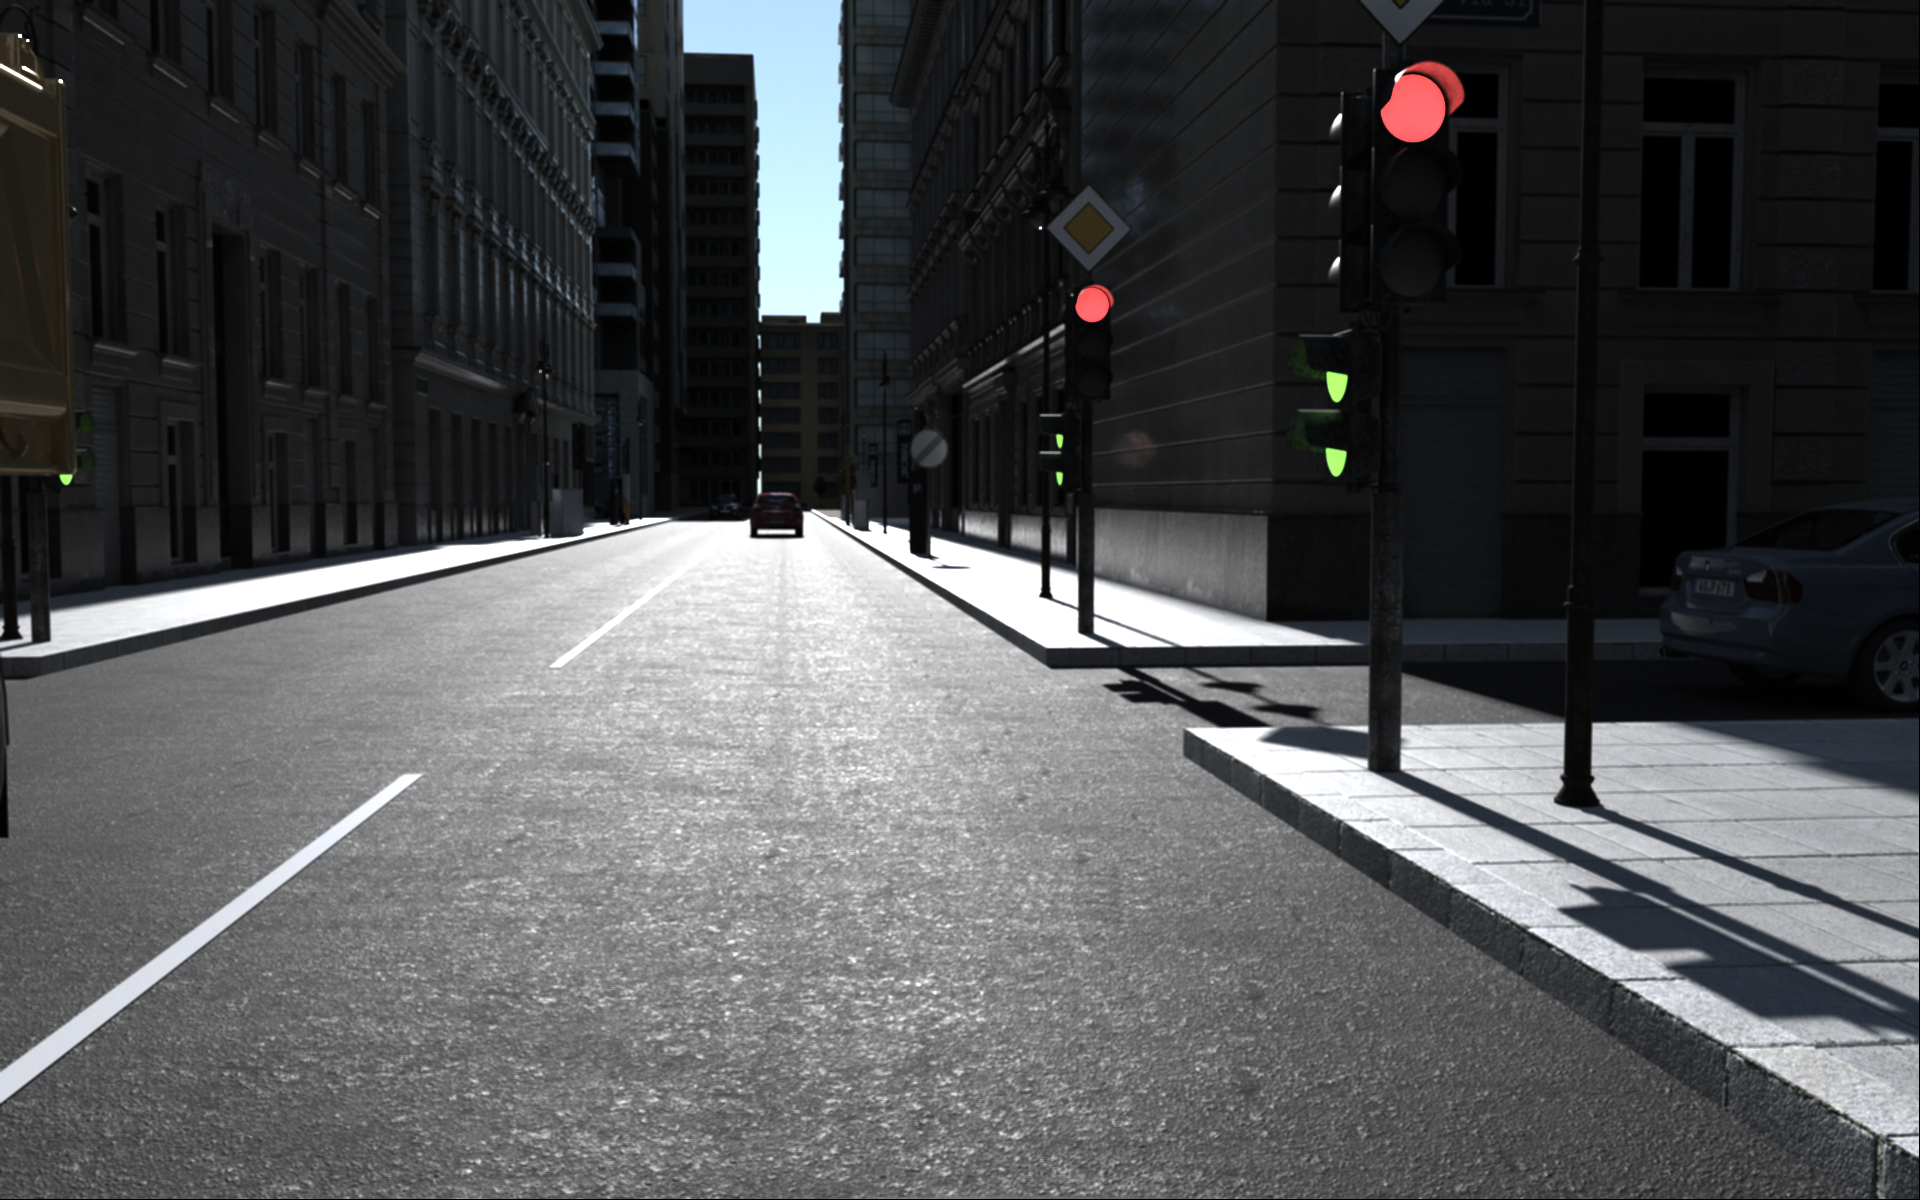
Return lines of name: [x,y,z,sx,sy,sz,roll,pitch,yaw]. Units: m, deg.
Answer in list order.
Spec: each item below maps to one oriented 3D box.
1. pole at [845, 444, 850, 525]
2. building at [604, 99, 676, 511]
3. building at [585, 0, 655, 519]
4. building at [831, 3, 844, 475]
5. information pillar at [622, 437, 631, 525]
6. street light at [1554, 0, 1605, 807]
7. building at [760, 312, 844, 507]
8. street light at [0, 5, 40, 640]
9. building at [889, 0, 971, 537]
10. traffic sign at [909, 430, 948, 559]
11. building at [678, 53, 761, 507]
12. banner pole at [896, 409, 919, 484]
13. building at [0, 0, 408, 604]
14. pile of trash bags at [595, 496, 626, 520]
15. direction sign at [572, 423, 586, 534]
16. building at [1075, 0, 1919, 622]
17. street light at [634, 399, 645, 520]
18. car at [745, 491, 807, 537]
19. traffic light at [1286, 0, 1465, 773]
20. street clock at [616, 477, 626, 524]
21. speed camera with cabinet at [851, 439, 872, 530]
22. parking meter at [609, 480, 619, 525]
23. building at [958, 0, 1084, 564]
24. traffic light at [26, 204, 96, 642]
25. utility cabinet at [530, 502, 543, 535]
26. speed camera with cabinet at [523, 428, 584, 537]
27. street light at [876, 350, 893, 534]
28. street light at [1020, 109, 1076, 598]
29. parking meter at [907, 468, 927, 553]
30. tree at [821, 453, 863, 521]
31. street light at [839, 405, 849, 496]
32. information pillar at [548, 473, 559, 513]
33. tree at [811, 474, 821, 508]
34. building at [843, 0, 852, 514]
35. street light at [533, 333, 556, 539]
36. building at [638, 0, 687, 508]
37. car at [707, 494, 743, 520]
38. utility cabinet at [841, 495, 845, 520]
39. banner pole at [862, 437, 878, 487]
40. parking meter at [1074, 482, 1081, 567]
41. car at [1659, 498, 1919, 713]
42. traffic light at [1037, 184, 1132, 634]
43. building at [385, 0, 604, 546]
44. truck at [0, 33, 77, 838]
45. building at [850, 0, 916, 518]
pole: [-4.597,-4.713,70.905,0.158,3.312,0.155,0,3,0]
building: [-28.449,-21.699,126.487,14.160,30.474,14.107,0,4,-6]
building: [-29.387,-48.280,102.054,22.319,86.520,31.000,0,4,-6]
building: [0.796,-32.499,150.972,23.786,49.044,30.456,0,4,-6]
information pillar: [-13.852,-4.923,71.851,0.183,3.616,0.504,-3,4,-39]
street light: [2.559,-2.093,7.005,0.468,5.910,1.993,0,4,-6]
building: [-7.098,-21.072,189.572,28.899,21.520,27.650,0,4,-6]
street light: [-8.391,-2.590,15.140,0.468,5.910,1.993,0,4,-6]
building: [2.465,-13.487,71.428,10.553,20.767,40.483,0,4,-6]
traffic sign: [-0.615,-2.090,34.275,0.768,2.556,0.104,0,4,-2]
building: [-32.113,-34.227,183.314,21.600,48.544,21.300,0,4,-6]
banner pole: [-1.487,-3.725,50.916,0.863,3.779,0.401,1,4,22]
building: [-17.641,-14.078,27.436,12.463,27.353,25.104,0,4,-6]
pile of trash bags: [-18.382,-4.770,87.735,3.447,1.369,1.912,2,4,35]
direction sign: [-12.259,-3.901,55.781,0.379,3.537,0.876,1,4,13]
building: [14.569,-13.831,23.407,25.104,27.353,12.463,0,4,-6]
street light: [-15.568,-6.823,84.347,0.468,5.910,1.993,0,4,-6]
car: [-6.353,-3.114,59.950,2.155,1.783,4.494,0,4,-6]
traffic light: [1.952,-1.163,7.932,0.839,4.253,0.868,0,4,-6]
street clock: [-14.311,-4.209,73.385,0.471,2.002,0.358,-3,5,-41]
speed camera with cabinet: [-3.616,-4.217,63.282,0.660,3.252,2.038,0,4,-8]
parking meter: [-14.549,-4.105,72.834,0.255,1.863,0.399,1,4,14]
building: [5.732,-10.777,40.826,10.561,19.102,19.286,0,4,-6]
traffic light: [-7.969,-1.591,14.937,0.839,4.253,0.868,0,4,-6]
utility cabinet: [-13.308,-2.651,54.512,0.306,1.237,1.020,0,4,-8]
speed camera with cabinet: [-12.357,-3.568,52.671,0.660,3.252,2.038,2,4,29]
street light: [-2.425,-5.080,55.839,0.468,5.910,1.993,0,4,-6]
street light: [1.066,-2.970,21.344,0.468,5.910,1.993,0,4,-6]
parking meter: [-0.924,-1.948,37.560,0.399,1.863,0.255,1,4,8]
tree: [-5.810,-5.729,88.276,1.663,3.219,1.824,0,3,0]
street light: [-6.049,-7.189,90.321,0.468,5.910,1.993,0,4,-6]
information pillar: [-14.075,-3.393,59.969,0.304,2.012,0.304,2,4,26]
tree: [-13.329,-10.600,167.905,1.663,3.219,1.824,0,3,0]
building: [2.350,-35.395,120.701,21.231,58.520,28.212,0,4,-6]
street light: [-11.892,-4.703,49.687,0.468,5.910,1.993,0,4,-6]
building: [-37.301,-34.166,147.846,27.495,52.752,28.713,0,4,-6]
car: [-13.130,-5.331,96.946,2.009,1.686,4.222,0,4,-7]
utility cabinet: [-5.629,-4.498,84.707,0.306,1.237,1.020,-1,4,-10]
banner pole: [-3.971,-5.237,75.642,0.863,3.779,0.401,1,4,13]
parking meter: [2.155,-1.531,30.739,0.255,1.863,0.399,0,4,6]
car: [7.348,-0.017,12.282,4.499,1.417,2.014,0,4,-6]
traffic light: [1.144,-1.649,15.876,0.839,4.253,0.868,0,4,-6]
building: [-23.371,-17.480,62.219,17.030,29.872,44.131,0,4,-6]
truck: [-4.199,-0.364,1.882,3.469,3.379,9.791,0,4,-6]
building: [0.660,-25.458,99.840,14.154,41.232,14.086,0,4,-6]
